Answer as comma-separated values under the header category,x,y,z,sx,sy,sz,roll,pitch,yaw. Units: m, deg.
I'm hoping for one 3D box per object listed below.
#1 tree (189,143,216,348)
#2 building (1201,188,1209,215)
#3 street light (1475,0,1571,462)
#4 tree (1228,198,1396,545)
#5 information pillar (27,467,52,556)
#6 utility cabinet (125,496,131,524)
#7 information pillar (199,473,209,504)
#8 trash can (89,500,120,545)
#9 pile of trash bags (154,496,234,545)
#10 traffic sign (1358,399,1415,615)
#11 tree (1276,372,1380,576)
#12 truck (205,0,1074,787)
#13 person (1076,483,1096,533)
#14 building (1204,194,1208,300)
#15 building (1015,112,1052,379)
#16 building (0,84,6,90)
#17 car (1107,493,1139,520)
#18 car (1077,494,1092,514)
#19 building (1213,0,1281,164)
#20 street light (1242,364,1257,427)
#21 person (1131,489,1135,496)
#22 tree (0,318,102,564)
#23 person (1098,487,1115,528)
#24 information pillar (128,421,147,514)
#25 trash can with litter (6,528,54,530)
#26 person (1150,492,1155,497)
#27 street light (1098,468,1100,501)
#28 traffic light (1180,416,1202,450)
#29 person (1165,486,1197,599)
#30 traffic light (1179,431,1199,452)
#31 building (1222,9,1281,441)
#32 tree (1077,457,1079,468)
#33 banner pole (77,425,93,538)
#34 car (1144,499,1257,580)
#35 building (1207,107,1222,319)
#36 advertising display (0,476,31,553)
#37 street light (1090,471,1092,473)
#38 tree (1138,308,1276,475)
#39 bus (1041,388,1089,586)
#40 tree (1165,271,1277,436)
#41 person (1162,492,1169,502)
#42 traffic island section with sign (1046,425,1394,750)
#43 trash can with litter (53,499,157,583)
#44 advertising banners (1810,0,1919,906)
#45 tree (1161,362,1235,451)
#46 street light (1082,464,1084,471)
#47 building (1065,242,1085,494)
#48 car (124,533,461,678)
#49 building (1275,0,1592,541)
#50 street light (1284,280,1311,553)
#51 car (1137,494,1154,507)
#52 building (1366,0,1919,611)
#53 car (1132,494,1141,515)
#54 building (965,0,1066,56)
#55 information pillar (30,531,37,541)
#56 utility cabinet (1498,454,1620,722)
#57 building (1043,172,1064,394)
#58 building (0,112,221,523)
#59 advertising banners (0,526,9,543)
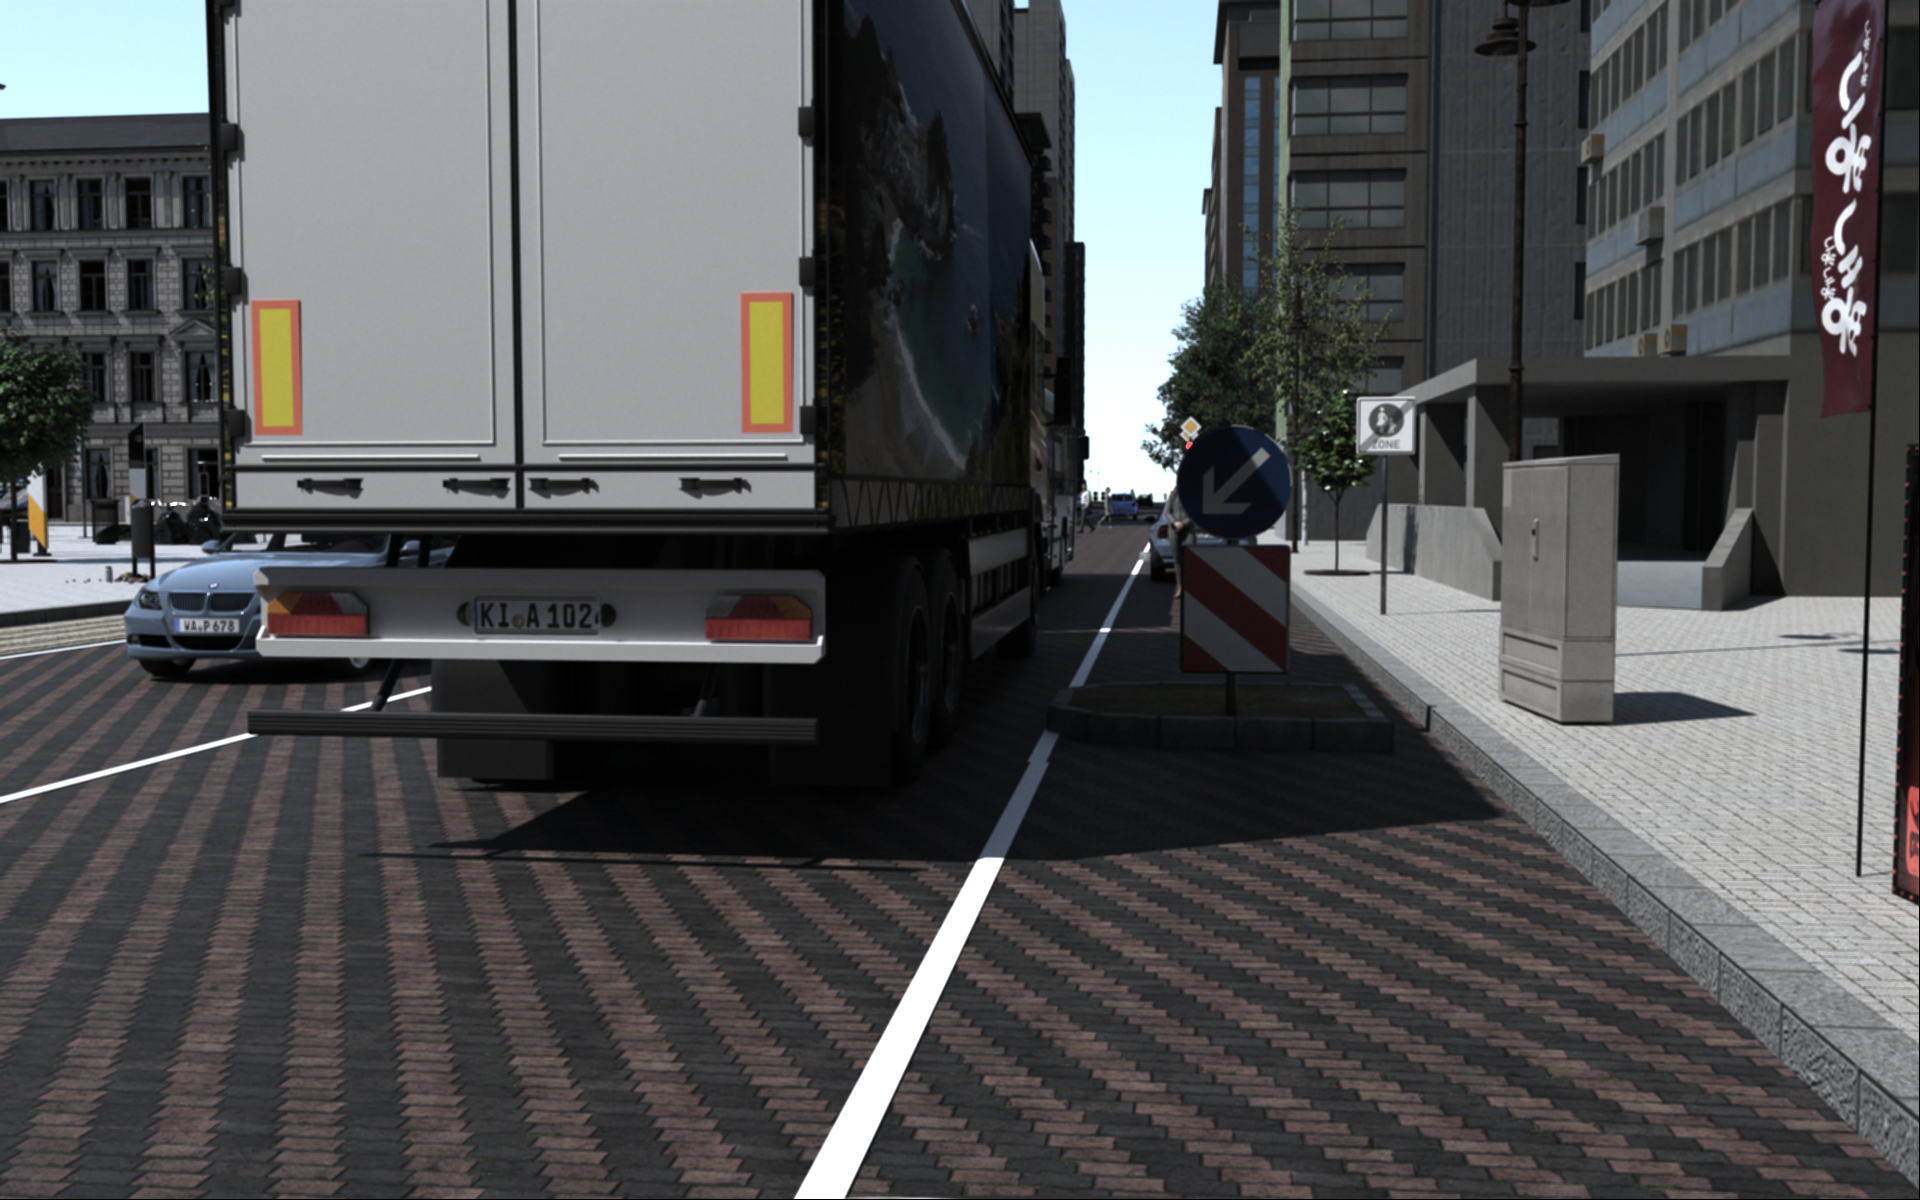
category,x,y,z,sx,sy,sz,roll,pitch,yaw
tree,-10.793,-4.873,30.041,4.737,8.622,4.395,0,3,0
building,54.465,-42.658,286.691,28.713,52.752,27.495,0,4,7
street light,4.234,-2.468,13.135,0.468,5.910,1.993,0,4,7
tree,8.630,-5.662,42.941,4.737,8.622,4.395,0,3,0
information pillar,-19.014,-2.711,35.671,0.504,3.616,0.183,2,4,25
utility cabinet,-31.212,-3.308,65.246,0.306,1.237,1.020,-2,4,-35
information pillar,-25.980,-3.367,59.549,0.304,2.012,0.304,-2,4,-24
trash can,-21.804,-1.990,44.186,0.748,1.137,0.748,0,3,0
pile of trash bags,-19.034,-2.151,44.923,1.912,1.369,3.447,2,4,27
traffic sign,4.500,-0.992,18.350,0.606,2.300,0.079,1,4,9
tree,6.063,-2.008,27.434,1.663,3.219,1.824,0,3,0
truck,-0.925,-1.407,11.922,2.839,4.237,11.283,0,4,7
person,4.595,-3.360,63.535,0.850,1.850,0.679,-1,4,-22
building,47.912,-39.075,262.572,21.300,48.544,21.600,0,4,7
building,-1.146,-33.138,196.427,22.147,44.769,28.867,0,4,7
building,-62.647,-17.642,85.711,25.104,27.353,12.463,0,4,7
car,9.026,-5.316,96.512,1.945,1.707,3.694,0,4,5
car,8.477,-6.924,125.000,2.131,1.459,4.920,1,4,9
building,41.108,-36.220,181.430,28.713,52.752,27.495,0,4,7
street light,10.286,-5.439,61.711,0.468,5.910,1.993,0,4,7
person,12.585,-7.211,126.491,0.616,1.811,0.778,2,4,24
tree,-17.786,-2.974,32.342,4.285,4.588,4.351,0,3,0
person,6.134,-3.852,72.226,0.760,1.731,0.466,-2,4,-26
information pillar,-26.475,-3.941,55.790,0.504,3.616,0.183,-1,4,-13
trash can with litter,-33.639,-3.164,62.788,1.678,1.210,2.233,-1,4,-18
person,29.684,-15.893,269.062,1.217,1.735,0.721,0,4,-6
street light,24.259,-20.211,303.241,0.468,5.910,1.993,0,4,7
traffic light,8.276,-4.490,62.326,0.839,4.253,0.868,0,4,7
person,3.044,-0.908,23.624,0.520,1.790,0.573,1,4,10
traffic light,9.262,-4.974,70.250,0.839,4.253,0.868,0,4,7
building,31.668,-31.300,161.859,14.600,45.320,14.200,0,4,7
tree,12.839,-16.265,216.300,4.360,8.622,3.978,0,3,0
banner pole,-25.411,-3.673,50.078,0.401,3.779,0.863,-1,4,-14
car,4.176,-1.095,29.909,2.014,1.417,4.499,0,4,7
building,40.769,-35.632,206.291,21.300,48.544,21.600,0,4,7
advertising display,-20.353,-1.973,37.471,0.974,1.923,0.123,0,4,-8
street light,21.080,-18.734,279.095,0.468,5.910,1.993,0,4,7
tree,16.164,-11.610,106.825,9.611,12.733,9.660,0,3,0
bus,-0.013,-1.807,24.401,2.948,3.499,13.247,0,4,8
tree,13.376,-9.556,82.001,9.928,11.665,9.643,0,3,0
person,35.978,-17.984,303.317,1.217,1.735,0.721,2,4,27
traffic island section with sign,1.564,-0.129,10.733,1.989,1.847,2.006,0,4,7
trash can with litter,-11.796,-0.866,25.219,2.233,1.210,1.678,3,4,36
advertising banners,2.999,-0.551,5.199,0.090,3.025,2.074,0,4,2
tree,18.160,-12.671,125.301,7.486,12.596,7.792,0,3,0
street light,18.119,-17.252,254.852,0.468,5.910,1.993,0,4,7
building,12.359,-36.098,273.796,14.154,41.232,14.086,0,4,7
car,-5.384,-0.191,15.124,2.014,1.417,4.499,0,4,6
building,16.763,-22.553,52.340,14.154,41.232,14.086,0,4,7
street light,7.290,-3.960,37.541,0.468,5.910,1.993,0,4,7
car,20.729,-11.282,194.240,2.009,1.686,4.222,1,4,9
building,23.209,-20.336,24.376,32.217,40.220,23.993,0,4,7
car,11.249,-6.594,117.593,2.009,1.686,4.222,0,4,6
building,7.237,-49.986,255.524,20.563,71.187,20.611,0,4,7
information pillar,-25.526,-2.641,47.673,0.304,2.012,0.304,1,4,15
utility cabinet,3.467,-0.088,10.120,0.318,1.500,1.173,0,4,1
building,6.890,-36.009,238.850,14.600,45.320,14.200,0,4,7
building,-40.464,-13.309,82.223,19.286,19.102,10.561,0,4,7
advertising banners,-25.014,-2.974,44.811,0.090,3.025,2.074,1,4,8
